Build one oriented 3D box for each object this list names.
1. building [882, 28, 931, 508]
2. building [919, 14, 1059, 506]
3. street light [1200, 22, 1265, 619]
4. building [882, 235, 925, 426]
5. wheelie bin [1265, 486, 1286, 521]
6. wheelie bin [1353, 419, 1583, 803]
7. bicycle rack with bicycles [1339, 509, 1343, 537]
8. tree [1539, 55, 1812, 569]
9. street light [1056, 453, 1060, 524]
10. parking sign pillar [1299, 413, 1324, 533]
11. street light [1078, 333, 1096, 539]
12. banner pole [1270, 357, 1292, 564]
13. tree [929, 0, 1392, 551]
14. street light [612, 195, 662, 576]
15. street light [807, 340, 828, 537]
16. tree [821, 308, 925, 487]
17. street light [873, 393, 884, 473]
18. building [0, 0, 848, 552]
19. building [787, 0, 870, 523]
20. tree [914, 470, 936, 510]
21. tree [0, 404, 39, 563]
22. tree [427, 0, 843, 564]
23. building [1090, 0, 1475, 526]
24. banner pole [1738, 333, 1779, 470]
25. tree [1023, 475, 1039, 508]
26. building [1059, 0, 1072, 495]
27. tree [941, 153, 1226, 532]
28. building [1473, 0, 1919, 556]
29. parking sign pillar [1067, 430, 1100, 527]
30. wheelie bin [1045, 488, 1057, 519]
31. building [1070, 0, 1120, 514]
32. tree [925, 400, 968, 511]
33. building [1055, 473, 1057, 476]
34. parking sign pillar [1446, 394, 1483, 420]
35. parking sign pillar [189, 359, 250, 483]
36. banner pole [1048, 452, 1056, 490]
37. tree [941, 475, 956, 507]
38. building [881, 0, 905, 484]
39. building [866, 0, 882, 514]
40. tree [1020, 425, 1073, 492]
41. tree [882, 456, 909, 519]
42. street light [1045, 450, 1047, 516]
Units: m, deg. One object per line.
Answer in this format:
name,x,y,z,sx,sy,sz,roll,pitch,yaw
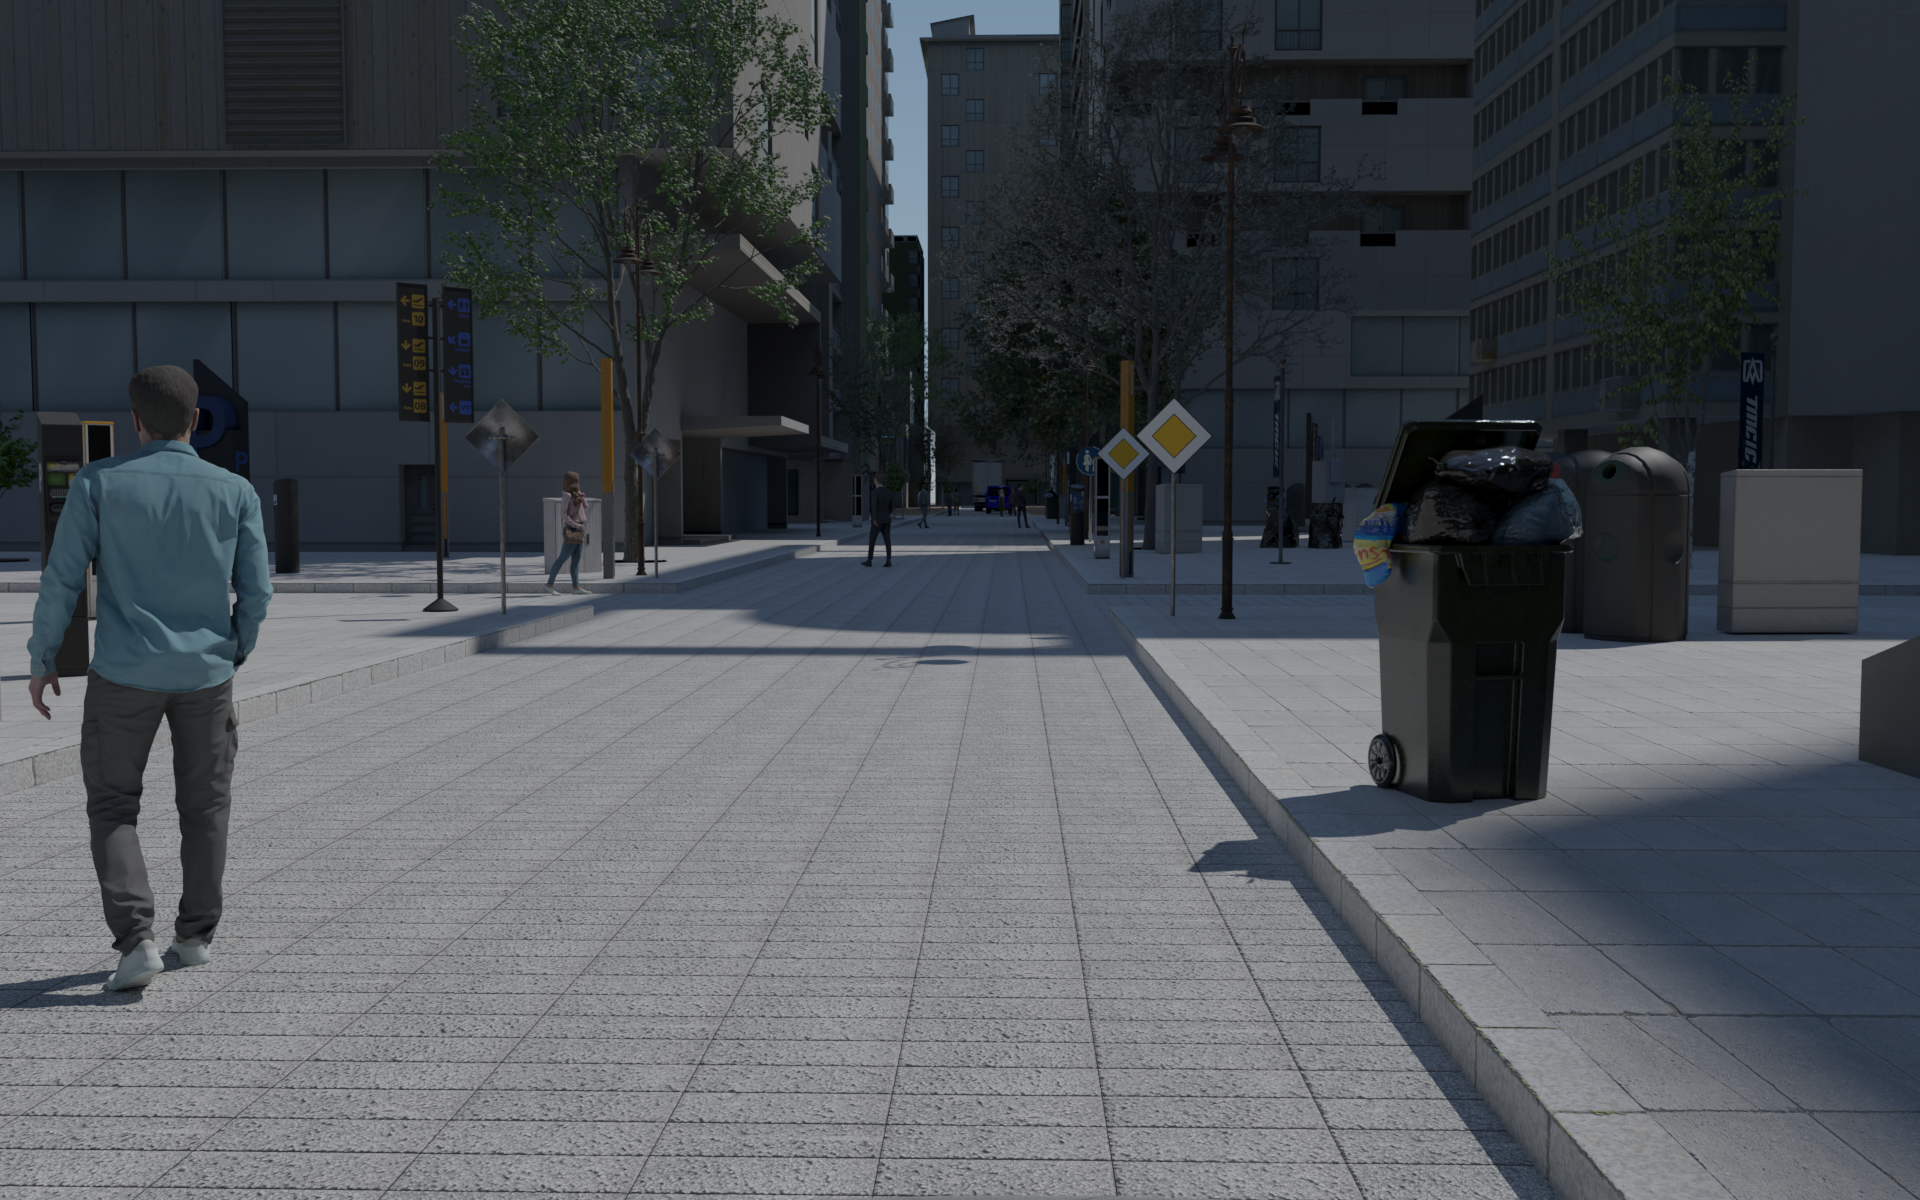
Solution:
building,-18.789,-52.020,163.191,31.000,86.520,22.319,0,4,2
building,9.818,-37.346,199.838,27.495,52.752,28.713,0,4,2
street light,2.745,-2.743,17.636,0.468,5.910,1.993,0,4,2
building,-11.153,-25.879,194.815,14.107,30.474,14.160,0,4,2
wheelie bin,12.474,-3.694,68.311,0.980,1.594,0.693,1,4,20
wheelie bin,2.203,0.030,7.412,0.980,1.594,0.693,-1,4,-12
bicycle rack with bicycles,11.545,-2.262,50.372,2.852,0.926,2.925,-1,4,-18
tree,12.438,-4.854,29.719,4.737,8.622,4.395,0,3,0
street light,4.217,-6.214,74.387,0.468,5.910,1.993,0,4,2
parking sign pillar,11.903,-4.261,58.139,1.447,3.967,1.447,1,4,19
street light,3.582,-4.664,49.037,0.468,5.910,1.993,0,4,2
banner pole,5.882,-2.566,31.976,0.401,3.779,0.863,0,4,-4
tree,4.520,-7.900,39.540,12.009,13.543,11.850,0,3,0
street light,-5.030,-3.326,27.161,0.468,5.910,1.993,0,4,2
street light,-4.270,-4.849,52.064,0.468,5.910,1.993,0,4,2
tree,-3.912,-7.281,69.409,4.360,8.622,3.978,0,3,0
street light,-3.585,-6.414,77.658,0.468,5.910,1.993,0,4,2
building,-17.840,-28.126,49.099,28.713,52.752,27.495,0,4,2
building,-11.695,-24.124,78.025,14.154,41.232,14.086,0,4,2
tree,-2.877,-8.887,139.906,1.663,3.219,1.824,0,3,0
tree,-18.177,-2.327,32.649,1.663,3.219,1.824,0,3,0
tree,-6.042,-6.513,32.243,9.928,11.665,9.643,0,3,0
building,20.131,-30.129,81.852,28.713,52.752,27.495,0,4,2
banner pole,12.427,-2.258,26.936,0.863,3.779,0.401,-1,4,-17
tree,6.998,-10.391,164.495,1.663,3.219,1.824,0,3,0
building,14.749,-27.724,136.887,14.154,41.232,14.086,0,4,2
tree,4.119,-8.623,57.989,9.611,12.733,9.660,0,3,0
building,27.228,-21.484,43.142,23.993,40.220,32.217,0,4,2
parking sign pillar,4.882,-4.809,67.094,1.447,3.967,1.447,2,4,34
wheelie bin,4.670,-4.939,88.655,0.693,1.594,0.980,0,4,-2
building,18.633,-30.255,118.379,21.300,48.544,21.600,0,4,2
tree,-2.170,-10.861,127.935,4.360,8.622,3.978,0,3,0
building,20.969,-32.995,159.075,23.786,49.044,30.456,0,4,2
parking sign pillar,13.490,-3.583,47.062,1.447,3.967,1.447,1,4,13
parking sign pillar,-14.723,-2.804,34.324,1.447,3.967,1.447,2,4,24
banner pole,5.044,-6.492,96.164,0.401,3.779,0.863,-2,4,-34
tree,-1.351,-11.223,178.094,1.663,3.219,1.824,0,3,0
building,-16.620,-31.286,131.127,23.786,49.044,30.456,0,4,2
building,-12.327,-28.034,108.472,14.600,45.320,14.200,0,4,2
tree,5.617,-9.400,104.048,4.360,8.622,3.978,0,3,0
tree,-3.459,-5.699,87.782,1.663,3.219,1.824,0,3,0
street light,4.953,-7.747,99.449,0.468,5.910,1.993,0,4,2
